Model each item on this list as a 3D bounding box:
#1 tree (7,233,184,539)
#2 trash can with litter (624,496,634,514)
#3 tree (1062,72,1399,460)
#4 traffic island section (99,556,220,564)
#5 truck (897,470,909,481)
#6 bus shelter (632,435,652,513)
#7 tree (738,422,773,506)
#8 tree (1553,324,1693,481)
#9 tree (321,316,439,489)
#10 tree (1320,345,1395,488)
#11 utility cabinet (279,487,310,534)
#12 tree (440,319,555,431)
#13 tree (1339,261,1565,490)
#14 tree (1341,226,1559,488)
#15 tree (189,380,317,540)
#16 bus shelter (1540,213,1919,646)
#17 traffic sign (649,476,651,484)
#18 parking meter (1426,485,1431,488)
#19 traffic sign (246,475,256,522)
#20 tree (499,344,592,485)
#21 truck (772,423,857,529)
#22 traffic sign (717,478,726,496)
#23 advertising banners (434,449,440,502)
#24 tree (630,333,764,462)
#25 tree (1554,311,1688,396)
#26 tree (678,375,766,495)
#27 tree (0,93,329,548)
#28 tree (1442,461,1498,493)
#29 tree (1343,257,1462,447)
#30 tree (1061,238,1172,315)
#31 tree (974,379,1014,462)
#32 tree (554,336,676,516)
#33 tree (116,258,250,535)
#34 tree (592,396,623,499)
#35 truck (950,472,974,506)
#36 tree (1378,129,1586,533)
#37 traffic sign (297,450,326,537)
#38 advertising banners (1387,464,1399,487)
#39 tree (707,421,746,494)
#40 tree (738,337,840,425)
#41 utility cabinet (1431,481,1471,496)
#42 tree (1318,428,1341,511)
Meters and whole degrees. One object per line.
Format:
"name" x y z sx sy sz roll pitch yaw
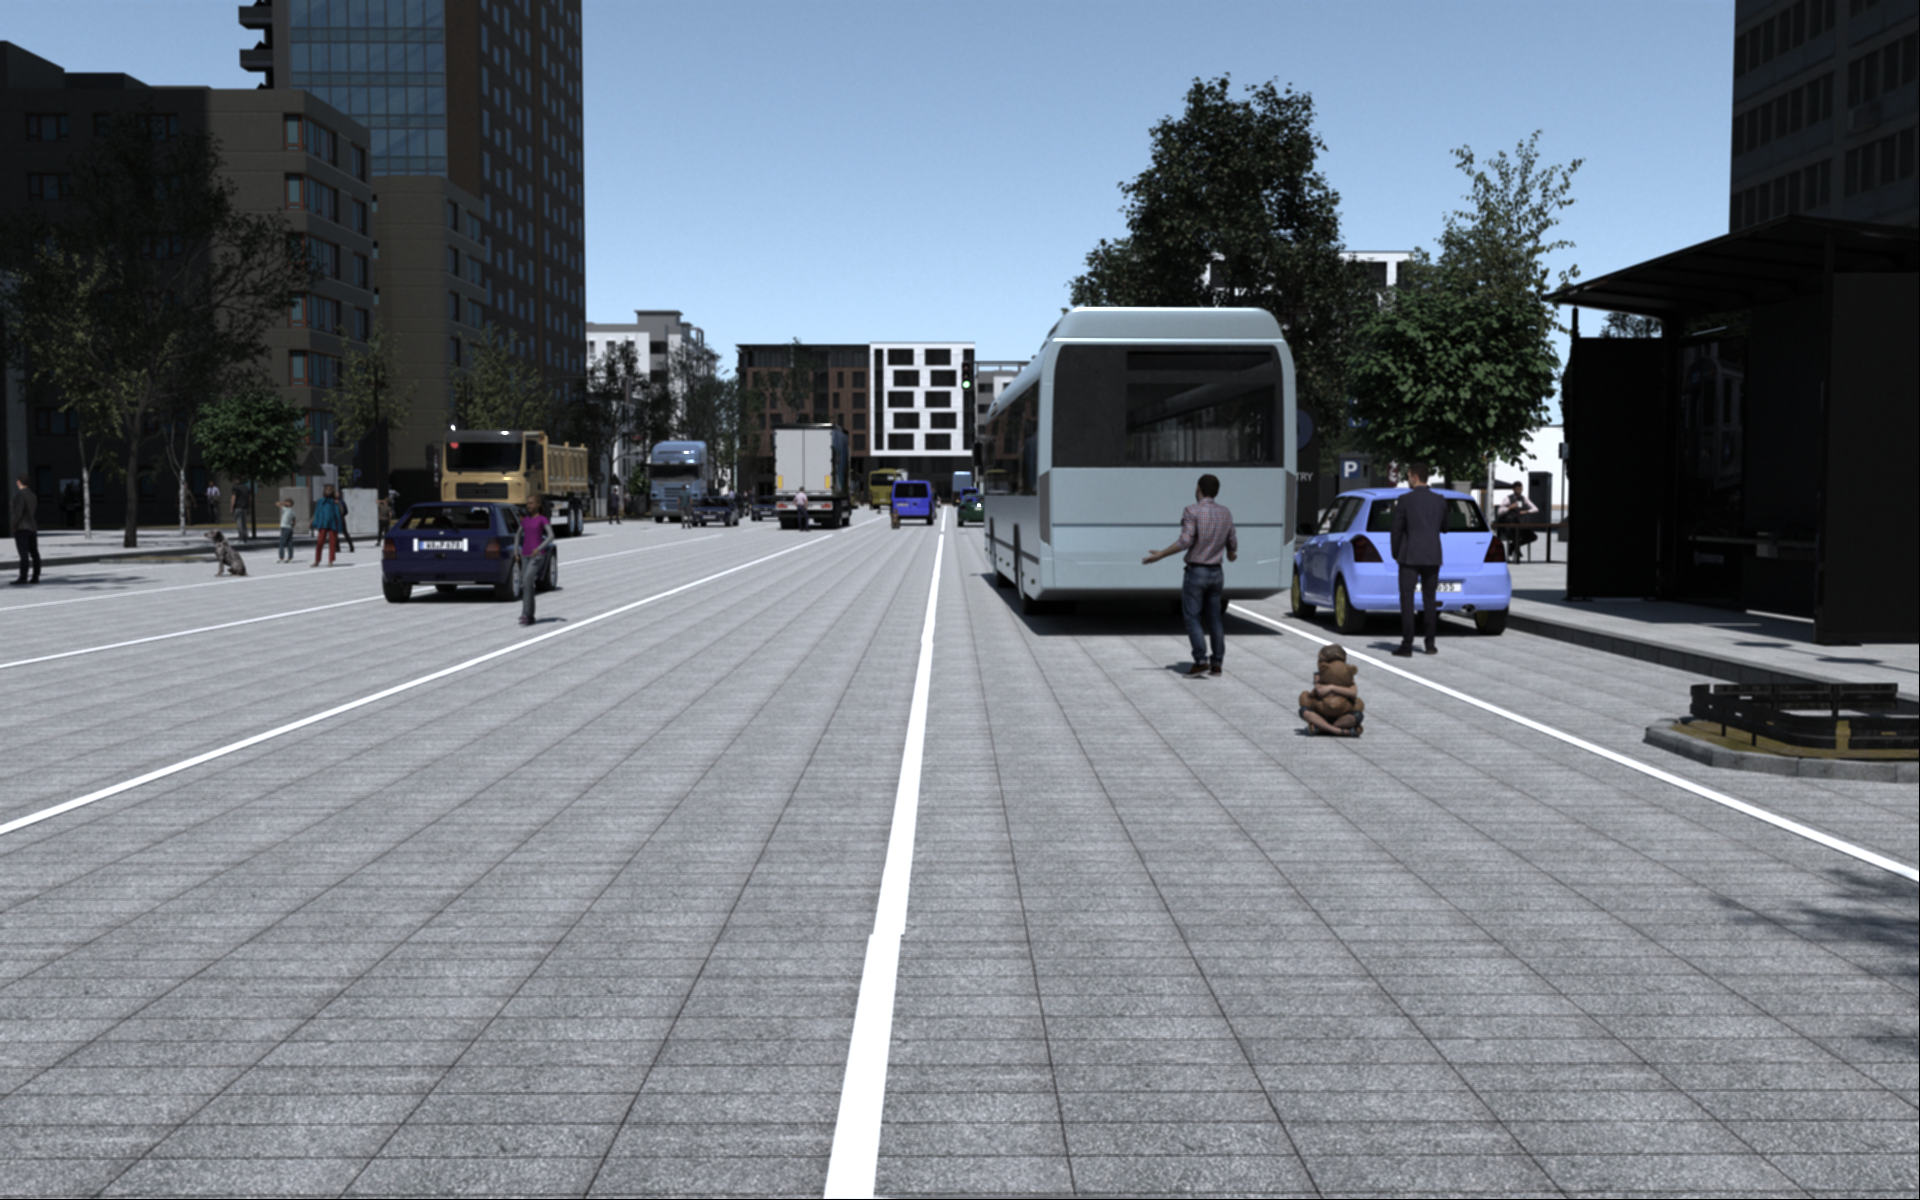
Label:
"tree" -24.549 -6.032 48.986 4.737 8.622 4.395 0 3 0
"trash can with litter" -21.733 -6.239 113.397 0.624 1.170 1.055 -2 4 -35
"tree" 7.373 -7.965 47.244 9.611 12.733 9.660 0 3 0
"traffic island section" -16.703 -0.837 36.550 1.991 0.108 1.994 0 4 0
"truck" -7.225 -13.150 203.916 2.839 4.237 11.283 0 4 -1
"bus shelter" -21.212 -8.729 120.345 2.179 5.291 8.768 0 4 -1
"tree" -21.081 -13.907 177.748 4.360 8.622 3.978 0 3 0
"tree" 53.729 -14.120 132.679 18.604 14.587 13.155 -2 4 -27
"tree" -24.742 -7.461 72.348 4.737 8.622 4.395 0 3 0
"tree" 25.903 -11.408 112.276 9.928 11.665 9.643 0 3 0
"utility cabinet" -21.003 -2.810 54.628 1.173 1.500 0.318 3 4 37
"tree" -19.278 -7.489 72.801 4.737 8.622 4.395 0 3 0
"tree" 6.871 -2.496 24.518 4.285 4.588 4.351 0 3 0
"tree" 21.548 -9.502 73.482 7.486 12.596 7.792 0 3 0
"tree" -19.908 -3.988 48.916 4.285 4.588 4.351 0 3 0
"bus shelter" 7.782 -1.613 17.660 1.731 3.624 6.357 0 4 0
"traffic sign" -20.164 -6.935 113.398 0.884 2.594 0.081 0 4 5
"parking meter" 8.841 -1.520 33.267 0.372 1.533 0.369 0 3 0
"traffic sign" -21.625 -3.115 53.054 0.606 2.300 0.079 0 4 2
"tree" -20.438 -8.214 84.655 4.360 8.622 3.978 0 3 0
"truck" -6.159 -5.220 74.254 2.839 4.237 11.283 0 4 0
"traffic sign" -19.502 -8.657 141.648 0.768 2.556 0.104 0 4 2
"advertising banners" -20.176 -4.388 67.932 0.090 3.025 2.074 1 4 11
"tree" -20.105 -13.576 132.329 12.009 13.543 11.850 0 3 0
"tree" 31.019 -8.741 77.336 8.767 10.594 7.601 1 4 15
"tree" -20.503 -13.585 147.874 9.928 11.665 9.643 0 3 0
"tree" -19.670 -6.511 40.874 8.767 10.594 7.601 -3 5 -39
"tree" 15.404 -3.593 53.342 1.663 3.219 1.824 0 3 0
"tree" 23.263 -10.901 88.603 12.009 13.543 11.850 0 3 0
"tree" 7.940 -9.677 76.347 7.486 12.596 7.792 0 3 0
"tree" 6.227 -16.770 184.565 12.009 13.543 11.850 0 3 0
"tree" -20.400 -10.230 101.668 7.601 10.594 8.767 0 4 6
"tree" -24.495 -6.373 54.568 4.360 8.622 3.978 0 3 0
"tree" -25.022 -10.247 117.896 4.360 8.622 3.978 0 3 0
"truck" 0.429 -13.300 207.216 2.967 4.110 18.799 0 4 -1
"tree" 10.897 -5.221 35.725 4.737 8.622 4.395 0 3 0
"traffic sign" -19.220 -3.140 51.350 0.884 2.594 0.081 0 4 4
"advertising banners" 16.104 -4.352 67.341 2.074 3.025 0.090 2 4 30
"tree" -20.876 -12.514 154.971 4.737 8.622 4.395 0 3 0
"tree" -21.003 -21.734 211.237 12.611 20.169 13.585 0 3 0
"utility cabinet" 8.585 -1.328 30.395 0.318 1.500 1.173 0 4 -4
"tree" 29.734 -12.468 121.973 7.486 12.596 7.792 0 3 0
